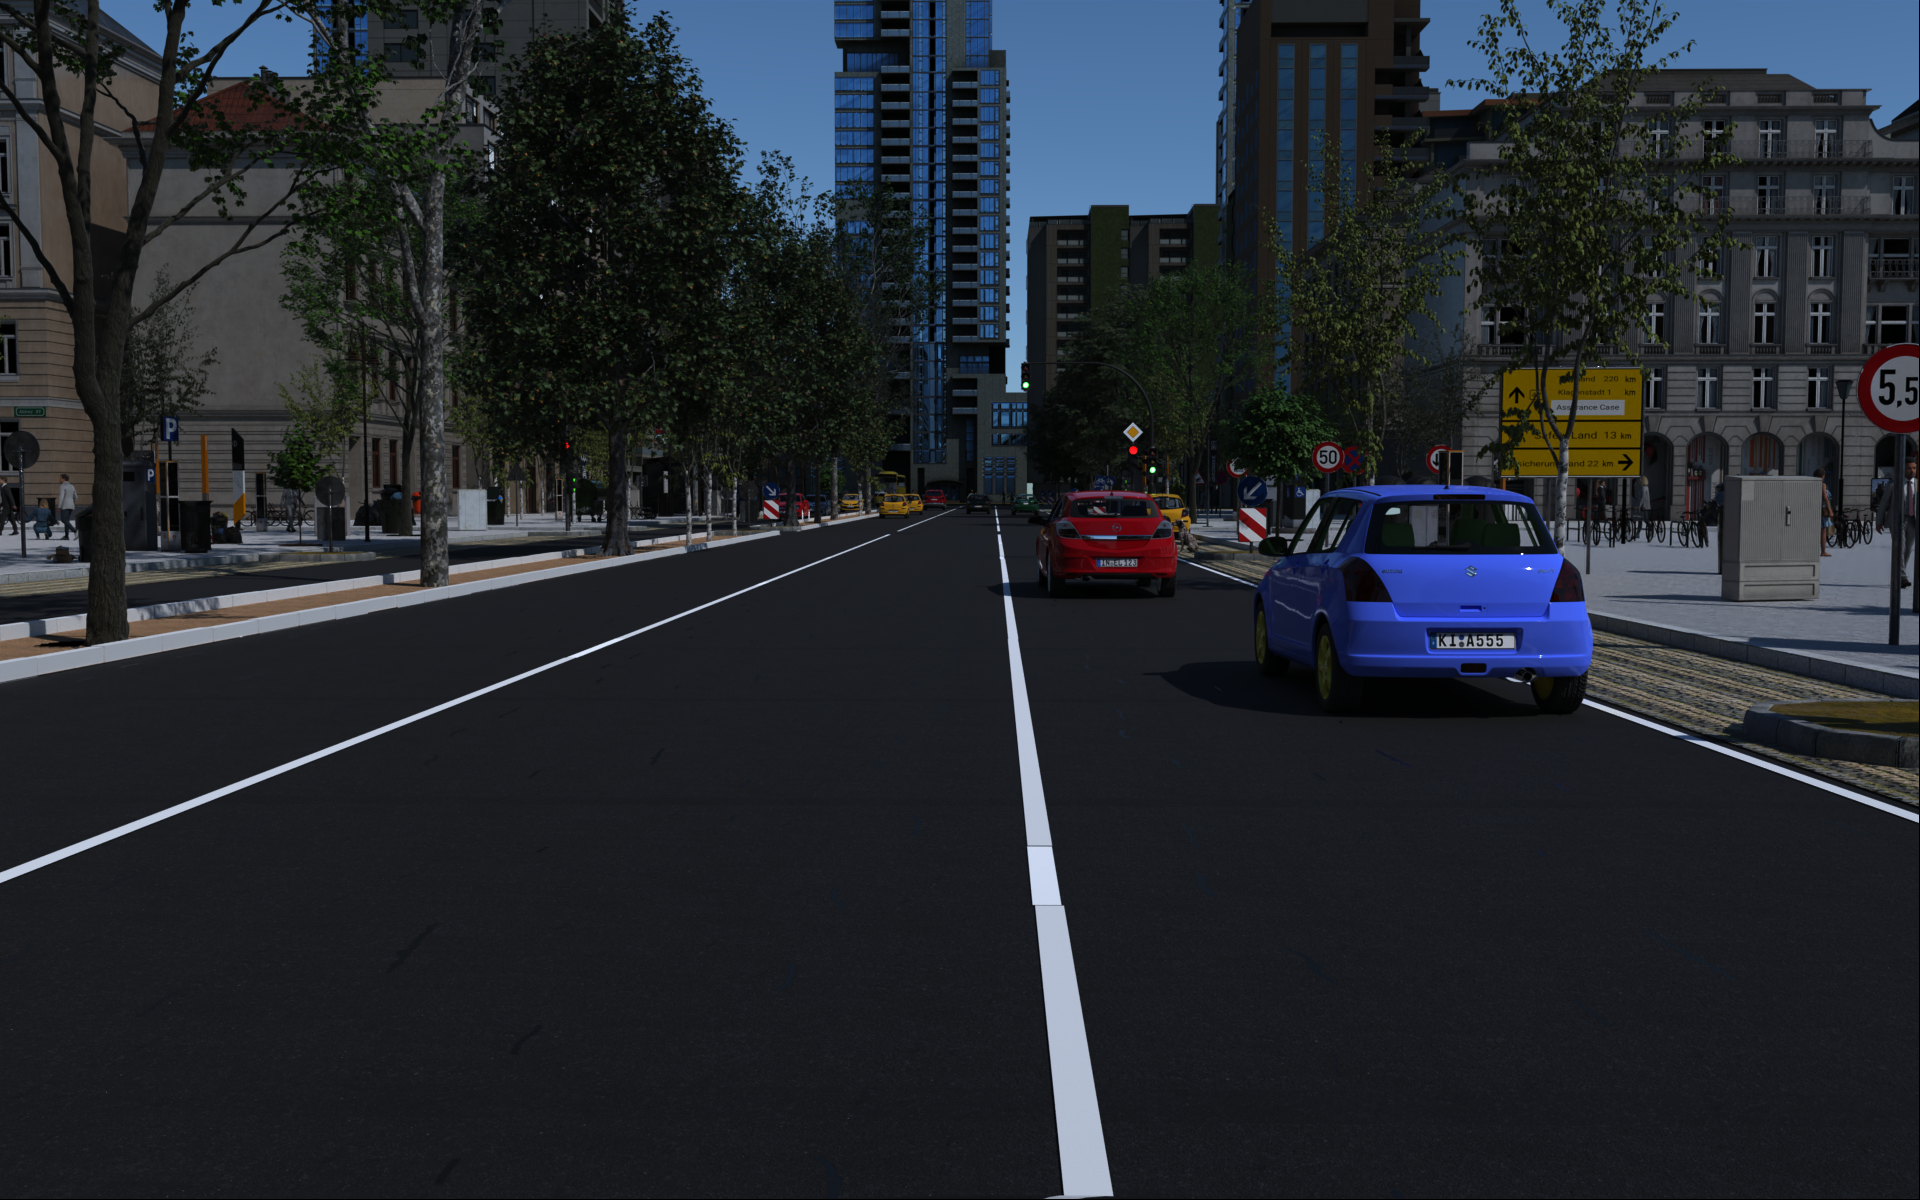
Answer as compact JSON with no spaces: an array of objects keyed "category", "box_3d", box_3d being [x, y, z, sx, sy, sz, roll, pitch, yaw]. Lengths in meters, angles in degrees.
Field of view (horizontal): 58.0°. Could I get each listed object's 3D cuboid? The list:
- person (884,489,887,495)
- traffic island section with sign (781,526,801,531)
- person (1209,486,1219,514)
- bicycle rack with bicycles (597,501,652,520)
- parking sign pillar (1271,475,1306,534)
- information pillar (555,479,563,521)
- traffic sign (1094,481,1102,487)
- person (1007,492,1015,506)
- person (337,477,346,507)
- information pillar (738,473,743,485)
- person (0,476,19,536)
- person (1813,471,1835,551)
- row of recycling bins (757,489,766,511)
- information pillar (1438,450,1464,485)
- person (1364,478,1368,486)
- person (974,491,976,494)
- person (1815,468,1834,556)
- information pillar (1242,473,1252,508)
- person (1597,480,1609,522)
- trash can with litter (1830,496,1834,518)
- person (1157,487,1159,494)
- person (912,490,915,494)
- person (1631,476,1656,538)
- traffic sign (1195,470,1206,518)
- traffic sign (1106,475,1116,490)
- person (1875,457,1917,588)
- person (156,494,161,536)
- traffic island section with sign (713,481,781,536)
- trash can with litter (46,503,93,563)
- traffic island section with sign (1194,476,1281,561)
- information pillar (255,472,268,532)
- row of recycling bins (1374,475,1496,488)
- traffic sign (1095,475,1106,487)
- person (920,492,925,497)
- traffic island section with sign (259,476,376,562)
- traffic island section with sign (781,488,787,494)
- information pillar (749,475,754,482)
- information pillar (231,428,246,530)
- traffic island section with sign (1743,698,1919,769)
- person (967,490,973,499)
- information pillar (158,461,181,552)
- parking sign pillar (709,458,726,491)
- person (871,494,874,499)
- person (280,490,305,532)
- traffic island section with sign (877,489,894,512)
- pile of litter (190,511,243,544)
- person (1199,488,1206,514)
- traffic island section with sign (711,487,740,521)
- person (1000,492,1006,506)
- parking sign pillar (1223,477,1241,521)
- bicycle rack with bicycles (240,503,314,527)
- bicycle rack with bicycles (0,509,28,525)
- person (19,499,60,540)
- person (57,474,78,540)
[{"category":"person","box_3d":[-5.494,-7.281,127.881,0.374,1.781,0.599,1,4,23]},{"category":"traffic island section with sign","box_3d":[-7.285,-3.640,67.642,2.006,1.907,1.989,0,4,1]},{"category":"person","box_3d":[16.601,-6.550,113.314,0.661,1.801,0.590,-2,4,-26]},{"category":"bicycle rack with bicycles","box_3d":[-16.526,-4.434,85.883,2.925,0.926,2.852,-1,4,-20]},{"category":"parking sign pillar","box_3d":[10.929,-4.167,56.607,1.447,3.967,1.447,0,4,-5]},{"category":"information pillar","box_3d":[-19.352,-4.834,83.525,0.304,2.012,0.304,-2,4,-30]},{"category":"traffic sign","box_3d":[10.751,-8.170,133.689,0.768,2.556,0.104,1,4,9]},{"category":"person","box_3d":[6.034,-11.763,201.555,1.217,1.736,0.721,1,4,8]},{"category":"person","box_3d":[-18.587,-2.781,51.848,0.374,1.781,0.599,-1,4,-15]},{"category":"information pillar","box_3d":[-17.384,-8.859,136.196,0.183,3.616,0.504,0,4,5]},{"category":"person","box_3d":[-29.562,-2.921,53.574,0.755,1.850,0.659,-2,4,-24]},{"category":"person","box_3d":[19.267,-2.007,38.849,0.794,1.824,0.713,1,4,17]},{"category":"row of recycling bins","box_3d":[-15.941,-7.613,131.588,1.069,1.692,3.534,2,4,29]},{"category":"information pillar","box_3d":[8.294,-1.518,29.307,0.304,2.012,0.304,-1,4,-19]},{"category":"person","box_3d":[10.133,-2.233,43.388,0.563,1.720,0.643,-3,5,-44]},{"category":"person","box_3d":[1.833,-11.538,197.937,1.217,1.735,0.721,3,5,40]},{"category":"person","box_3d":[17.472,-1.782,35.280,0.778,1.811,0.616,-1,4,-12]},{"category":"information pillar","box_3d":[9.210,-3.111,55.360,0.304,2.012,0.304,-1,4,-13]},{"category":"person","box_3d":[29.108,-4.465,78.400,0.474,1.900,0.648,0,4,-7]},{"category":"trash can with litter","box_3d":[34.333,-3.552,69.136,1.678,1.210,2.233,-2,4,-26]},{"category":"person","box_3d":[14.371,-7.376,126.821,0.511,1.800,0.466,3,5,45]},{"category":"person","box_3d":[-4.118,-8.927,154.543,0.705,1.812,1.348,-2,4,-28]},{"category":"person","box_3d":[19.720,-2.675,49.969,0.728,1.800,0.709,2,4,31]},{"category":"traffic sign","box_3d":[12.976,-5.773,94.388,0.884,2.594,0.081,0,4,8]},{"category":"traffic sign","box_3d":[10.122,-7.124,116.590,0.768,2.556,0.104,1,4,10]},{"category":"person","box_3d":[12.978,-1.068,23.781,0.678,1.792,0.850,0,4,5]},{"category":"person","box_3d":[-24.612,-2.608,52.948,0.640,1.303,0.475,0,3,0]},{"category":"traffic island section with sign","box_3d":[-7.439,-3.187,60.237,2.006,1.907,1.989,0,4,1]},{"category":"trash can with litter","box_3d":[-16.497,-1.288,32.443,1.055,1.170,0.624,-3,5,-42]},{"category":"traffic island section with sign","box_3d":[6.185,-1.795,37.973,1.989,1.847,2.006,0,4,1]},{"category":"information pillar","box_3d":[-23.719,-3.321,58.795,0.304,2.012,0.304,-1,4,-9]},{"category":"row of recycling bins","box_3d":[10.649,-1.942,38.865,3.534,1.692,1.069,-2,4,-29]},{"category":"traffic sign","box_3d":[9.436,-7.102,116.226,0.768,2.556,0.104,0,4,3]},{"category":"person","box_3d":[-4.265,-12.100,207.011,1.217,1.739,0.721,1,4,19]},{"category":"traffic island section with sign","box_3d":[-13.750,-1.756,37.344,1.989,1.847,2.006,0,4,1]},{"category":"traffic island section with sign","box_3d":[-12.124,-6.869,120.933,1.989,1.847,2.006,0,4,1]},{"category":"information pillar","box_3d":[-16.172,-8.723,133.983,0.504,3.616,0.183,-2,4,-24]},{"category":"information pillar","box_3d":[-25.452,-4.265,61.087,0.504,3.616,0.183,1,4,21]},{"category":"traffic island section with sign","box_3d":[5.629,-0.070,9.772,1.989,1.847,2.006,0,4,1]},{"category":"person","box_3d":[1.128,-9.337,161.241,1.350,1.814,0.705,-3,5,-39]},{"category":"information pillar","box_3d":[-17.601,-2.085,38.577,0.304,2.012,0.304,2,4,33]},{"category":"parking sign pillar","box_3d":[-17.162,-8.158,121.854,1.447,3.967,1.447,1,4,22]},{"category":"person","box_3d":[-9.101,-10.020,175.552,0.697,1.427,0.421,0,4,3]},{"category":"person","box_3d":[-22.360,-3.157,57.927,0.850,1.792,0.678,3,5,39]},{"category":"traffic island section with sign","box_3d":[-5.826,-8.234,142.767,2.006,1.907,1.989,0,4,1]},{"category":"pile of litter","box_3d":[-19.278,-1.875,44.622,1.719,0.858,1.176,-3,5,-43]},{"category":"person","box_3d":[15.897,-6.527,113.766,0.522,1.701,0.512,0,4,1]},{"category":"traffic island section with sign","box_3d":[-12.639,-5.221,93.983,1.989,1.847,2.006,0,4,1]},{"category":"person","box_3d":[5.421,-12.509,213.745,1.217,1.735,0.721,2,4,24]},{"category":"parking sign pillar","box_3d":[13.206,-5.720,81.987,1.447,3.967,1.447,1,4,15]},{"category":"bicycle rack with bicycles","box_3d":[-27.315,-3.441,69.637,2.925,0.926,2.852,-1,4,-16]},{"category":"bicycle rack with bicycles","box_3d":[-40.674,-3.575,71.837,2.925,0.926,2.852,2,4,25]},{"category":"person","box_3d":[-25.857,-2.268,48.619,1.012,1.151,0.738,-2,4,-23]},{"category":"person","box_3d":[-24.741,-2.582,48.112,0.795,1.843,0.661,1,4,10]}]
